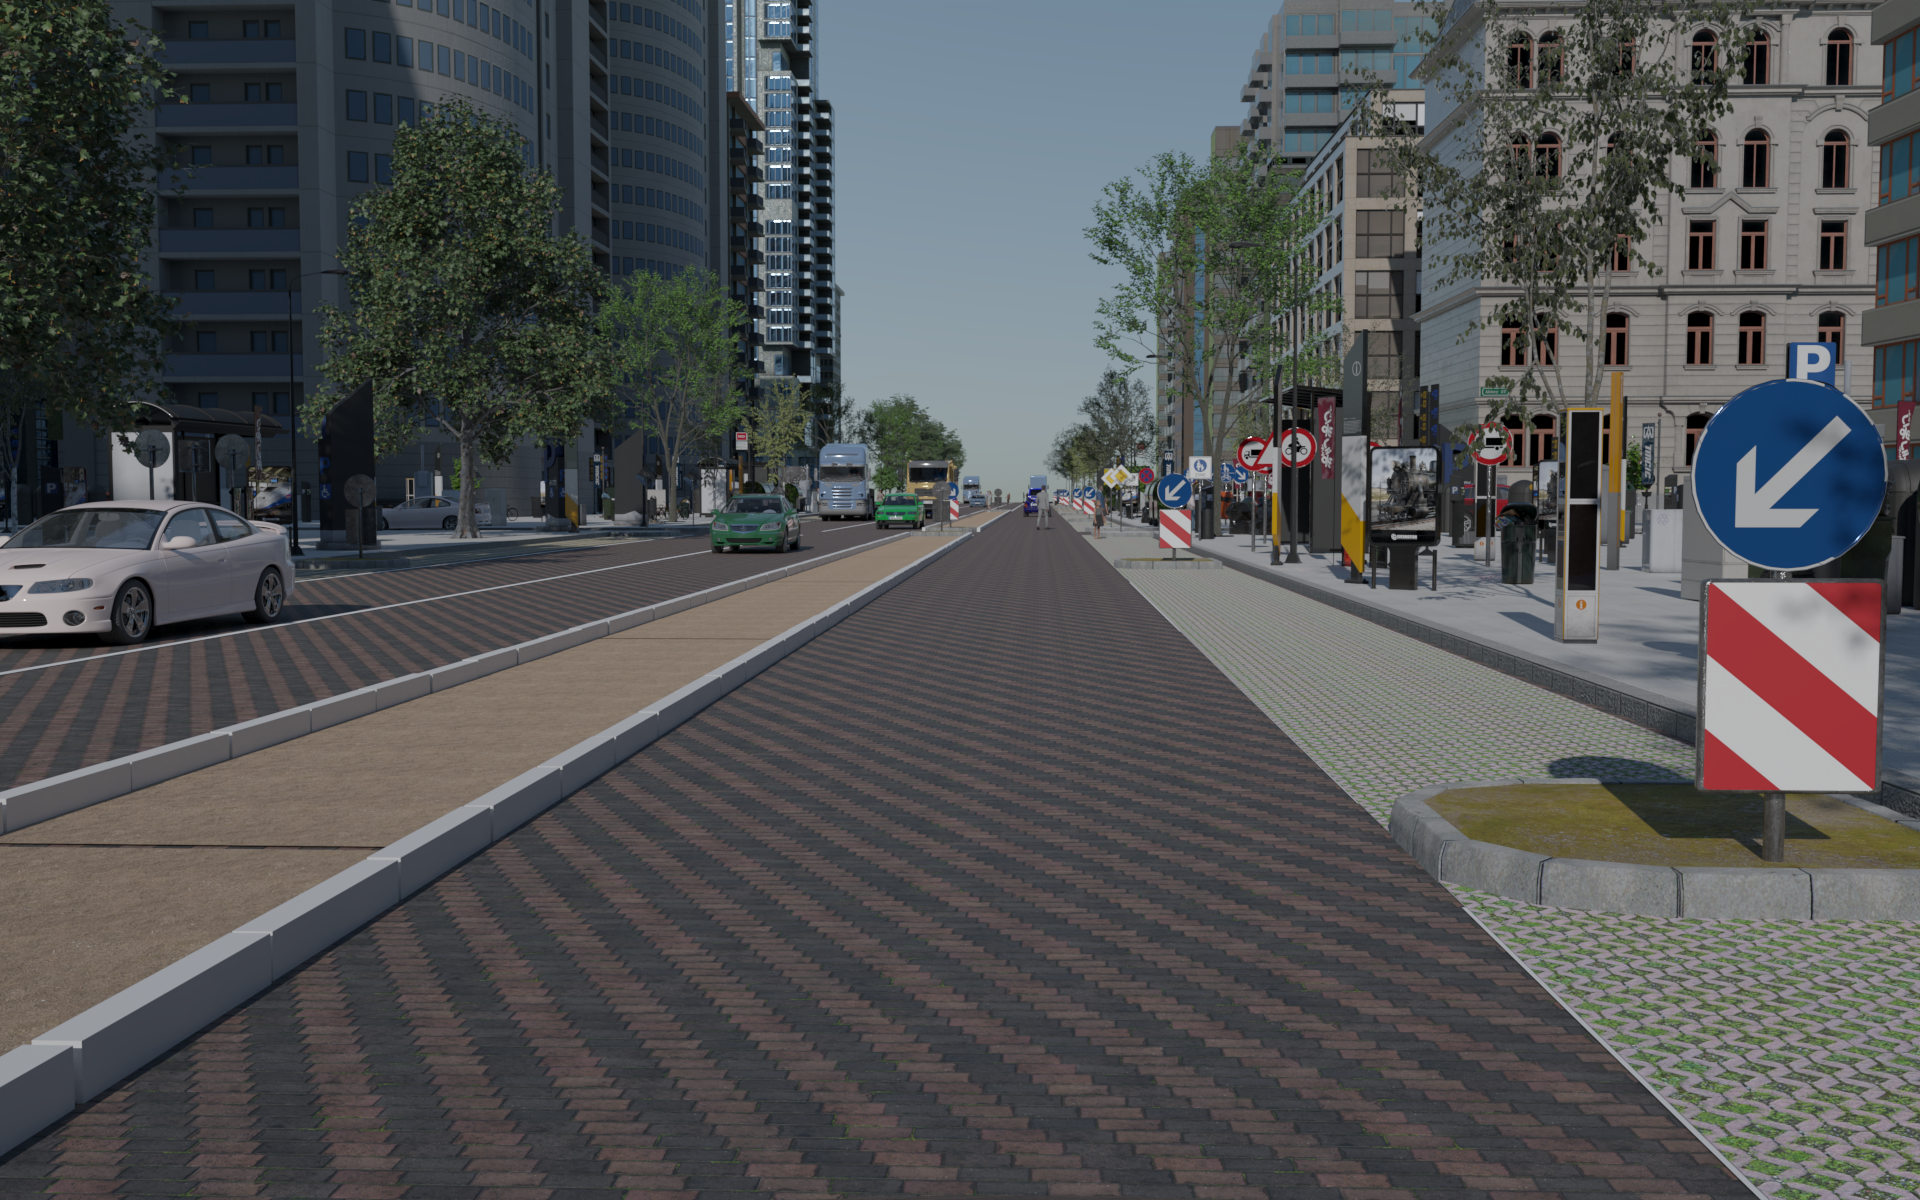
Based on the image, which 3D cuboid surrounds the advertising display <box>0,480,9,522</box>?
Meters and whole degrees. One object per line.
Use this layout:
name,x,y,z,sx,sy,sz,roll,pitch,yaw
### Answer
advertising display,-44.498,-4.588,80.227,0.974,1.923,0.123,1,4,16

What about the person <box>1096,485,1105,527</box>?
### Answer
person,5.725,-3.783,70.542,0.419,1.800,0.721,-1,4,-8

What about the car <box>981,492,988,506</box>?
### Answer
car,2.486,-11.762,202.532,2.015,1.641,3.980,0,4,2

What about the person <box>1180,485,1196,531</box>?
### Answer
person,8.071,-3.162,60.875,0.731,1.740,0.598,0,4,5

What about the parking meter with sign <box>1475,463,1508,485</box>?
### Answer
parking meter with sign,21.284,-4.419,68.512,1.738,3.016,0.543,1,4,11

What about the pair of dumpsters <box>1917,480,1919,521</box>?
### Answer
pair of dumpsters,7.852,-0.506,10.770,1.574,2.255,4.437,0,4,3

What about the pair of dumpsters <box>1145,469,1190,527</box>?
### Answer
pair of dumpsters,8.202,-4.025,68.308,1.574,2.255,4.437,0,4,3

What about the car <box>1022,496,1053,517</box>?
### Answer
car,4.928,-5.970,110.185,1.945,1.354,3.894,0,4,4

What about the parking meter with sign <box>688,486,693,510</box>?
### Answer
parking meter with sign,-21.892,-8.924,142.169,0.543,3.016,1.738,0,4,7

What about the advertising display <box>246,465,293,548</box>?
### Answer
advertising display,-15.616,-2.079,39.209,0.974,1.923,0.123,-2,4,-30

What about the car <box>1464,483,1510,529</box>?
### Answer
car,19.251,-3.251,61.832,5.304,1.827,2.281,0,4,3

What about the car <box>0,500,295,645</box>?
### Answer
car,-8.658,-0.344,17.989,2.083,1.381,4.827,0,4,4

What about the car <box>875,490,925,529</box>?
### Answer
car,-2.443,-3.839,71.557,1.959,1.807,4.718,0,4,3

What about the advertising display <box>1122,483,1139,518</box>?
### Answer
advertising display,9.089,-5.357,92.797,0.974,1.923,0.123,1,4,21

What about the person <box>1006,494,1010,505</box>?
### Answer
person,6.513,-13.712,235.957,1.065,1.426,0.557,3,5,45

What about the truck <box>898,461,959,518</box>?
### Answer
truck,-1.624,-6.504,102.256,3.469,3.379,9.791,0,4,3

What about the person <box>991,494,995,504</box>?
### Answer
person,4.694,-15.461,261.989,1.217,1.736,0.721,-1,4,-12

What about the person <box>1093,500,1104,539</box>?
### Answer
person,4.399,-2.553,54.913,0.362,1.253,0.373,-2,4,-27

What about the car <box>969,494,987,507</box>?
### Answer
car,1.973,-10.808,188.705,2.014,1.417,4.499,0,4,3

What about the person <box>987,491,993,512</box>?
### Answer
person,2.320,-7.751,136.227,0.522,1.701,0.512,-2,4,-24

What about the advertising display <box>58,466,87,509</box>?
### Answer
advertising display,-20.898,-2.178,40.829,0.123,1.923,0.974,0,4,4

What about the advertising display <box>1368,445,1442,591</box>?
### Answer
advertising display,5.941,-1.097,23.150,0.974,1.923,0.123,3,4,37

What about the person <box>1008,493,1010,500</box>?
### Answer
person,7.781,-16.032,272.096,0.415,1.643,0.593,-1,4,-16

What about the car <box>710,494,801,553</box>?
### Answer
car,-5.069,-1.927,43.300,2.131,1.459,4.920,0,4,1

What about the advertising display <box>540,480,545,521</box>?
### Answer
advertising display,-19.151,-4.635,80.999,0.974,1.923,0.123,0,4,4

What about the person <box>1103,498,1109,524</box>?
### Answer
person,6.838,-4.159,81.161,0.373,1.253,0.362,0,4,-6

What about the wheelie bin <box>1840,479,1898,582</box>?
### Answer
wheelie bin,8.486,-0.526,16.502,0.693,1.594,0.980,1,4,12

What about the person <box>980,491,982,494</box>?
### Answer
person,2.904,-14.166,240.106,0.705,1.826,1.348,-1,4,-21

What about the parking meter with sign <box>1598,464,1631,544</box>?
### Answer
parking meter with sign,16.277,-2.945,44.404,1.738,3.016,0.543,0,4,-4

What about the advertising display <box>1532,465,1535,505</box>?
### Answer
advertising display,12.592,-1.928,36.737,0.123,1.923,0.974,-3,5,-40

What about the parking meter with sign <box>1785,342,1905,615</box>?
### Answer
parking meter with sign,9.810,-1.400,19.148,0.543,3.016,1.738,0,4,-3

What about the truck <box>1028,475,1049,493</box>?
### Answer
truck,10.959,-15.418,241.850,2.967,4.110,18.799,0,4,3

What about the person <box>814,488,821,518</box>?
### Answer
person,-8.472,-5.829,104.206,0.661,1.777,0.834,1,4,21

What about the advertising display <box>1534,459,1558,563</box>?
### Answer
advertising display,11.101,-1.650,32.196,0.123,1.923,0.974,-1,4,-22

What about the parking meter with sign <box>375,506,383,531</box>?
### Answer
parking meter with sign,-20.874,-3.892,59.892,0.543,3.016,1.738,3,5,42

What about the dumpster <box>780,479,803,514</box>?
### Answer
dumpster,-11.111,-6.748,112.827,1.502,2.255,1.985,0,4,3

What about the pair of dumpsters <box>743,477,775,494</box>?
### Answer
pair of dumpsters,-11.363,-5.809,97.468,1.574,2.255,4.437,0,4,3

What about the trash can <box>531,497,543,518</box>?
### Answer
trash can,-22.727,-4.983,93.117,0.748,1.137,0.748,0,3,0

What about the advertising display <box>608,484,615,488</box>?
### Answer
advertising display,-23.251,-6.766,115.842,0.123,1.923,0.974,3,5,43

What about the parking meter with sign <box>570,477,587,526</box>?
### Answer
parking meter with sign,-15.611,-4.463,69.223,0.543,3.016,1.738,2,4,24

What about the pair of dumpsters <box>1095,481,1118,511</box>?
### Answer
pair of dumpsters,11.066,-7.842,130.706,1.574,2.255,4.437,0,4,3

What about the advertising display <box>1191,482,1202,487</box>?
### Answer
advertising display,12.600,-5.406,93.598,0.974,1.923,0.123,-1,4,-10

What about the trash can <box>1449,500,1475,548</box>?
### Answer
trash can,11.971,-1.796,41.019,0.748,1.137,0.748,0,3,0

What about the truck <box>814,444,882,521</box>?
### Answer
truck,-5.955,-6.633,98.215,2.967,4.110,18.799,0,4,1

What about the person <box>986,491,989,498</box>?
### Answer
person,3.740,-13.384,227.192,0.599,1.838,0.709,-1,4,-19

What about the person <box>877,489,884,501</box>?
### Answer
person,-5.671,-7.033,123.834,0.599,1.781,0.374,0,4,-6

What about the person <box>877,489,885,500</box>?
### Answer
person,-6.525,-8.337,144.770,1.348,1.831,0.705,3,5,43

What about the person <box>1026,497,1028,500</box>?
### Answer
person,10.342,-15.717,266.945,0.415,1.643,0.593,2,4,26

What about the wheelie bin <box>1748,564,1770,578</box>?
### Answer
wheelie bin,11.211,-1.004,24.321,0.693,1.594,0.980,2,4,29

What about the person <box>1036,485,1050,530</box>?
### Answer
person,3.317,-3.711,69.443,0.678,1.792,0.850,2,4,29

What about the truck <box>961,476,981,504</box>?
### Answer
truck,2.175,-16.814,264.670,2.967,4.110,18.799,0,4,4

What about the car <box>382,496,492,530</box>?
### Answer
car,-20.020,-3.214,64.904,4.827,1.381,2.083,0,4,4

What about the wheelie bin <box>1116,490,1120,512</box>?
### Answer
wheelie bin,11.766,-7.191,125.487,0.980,1.594,0.693,1,4,13

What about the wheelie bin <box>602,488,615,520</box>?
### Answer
wheelie bin,-17.279,-4.749,85.554,0.693,1.594,0.980,2,4,35

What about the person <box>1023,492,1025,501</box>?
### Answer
person,10.434,-16.617,281.009,0.721,1.723,1.217,0,4,1
